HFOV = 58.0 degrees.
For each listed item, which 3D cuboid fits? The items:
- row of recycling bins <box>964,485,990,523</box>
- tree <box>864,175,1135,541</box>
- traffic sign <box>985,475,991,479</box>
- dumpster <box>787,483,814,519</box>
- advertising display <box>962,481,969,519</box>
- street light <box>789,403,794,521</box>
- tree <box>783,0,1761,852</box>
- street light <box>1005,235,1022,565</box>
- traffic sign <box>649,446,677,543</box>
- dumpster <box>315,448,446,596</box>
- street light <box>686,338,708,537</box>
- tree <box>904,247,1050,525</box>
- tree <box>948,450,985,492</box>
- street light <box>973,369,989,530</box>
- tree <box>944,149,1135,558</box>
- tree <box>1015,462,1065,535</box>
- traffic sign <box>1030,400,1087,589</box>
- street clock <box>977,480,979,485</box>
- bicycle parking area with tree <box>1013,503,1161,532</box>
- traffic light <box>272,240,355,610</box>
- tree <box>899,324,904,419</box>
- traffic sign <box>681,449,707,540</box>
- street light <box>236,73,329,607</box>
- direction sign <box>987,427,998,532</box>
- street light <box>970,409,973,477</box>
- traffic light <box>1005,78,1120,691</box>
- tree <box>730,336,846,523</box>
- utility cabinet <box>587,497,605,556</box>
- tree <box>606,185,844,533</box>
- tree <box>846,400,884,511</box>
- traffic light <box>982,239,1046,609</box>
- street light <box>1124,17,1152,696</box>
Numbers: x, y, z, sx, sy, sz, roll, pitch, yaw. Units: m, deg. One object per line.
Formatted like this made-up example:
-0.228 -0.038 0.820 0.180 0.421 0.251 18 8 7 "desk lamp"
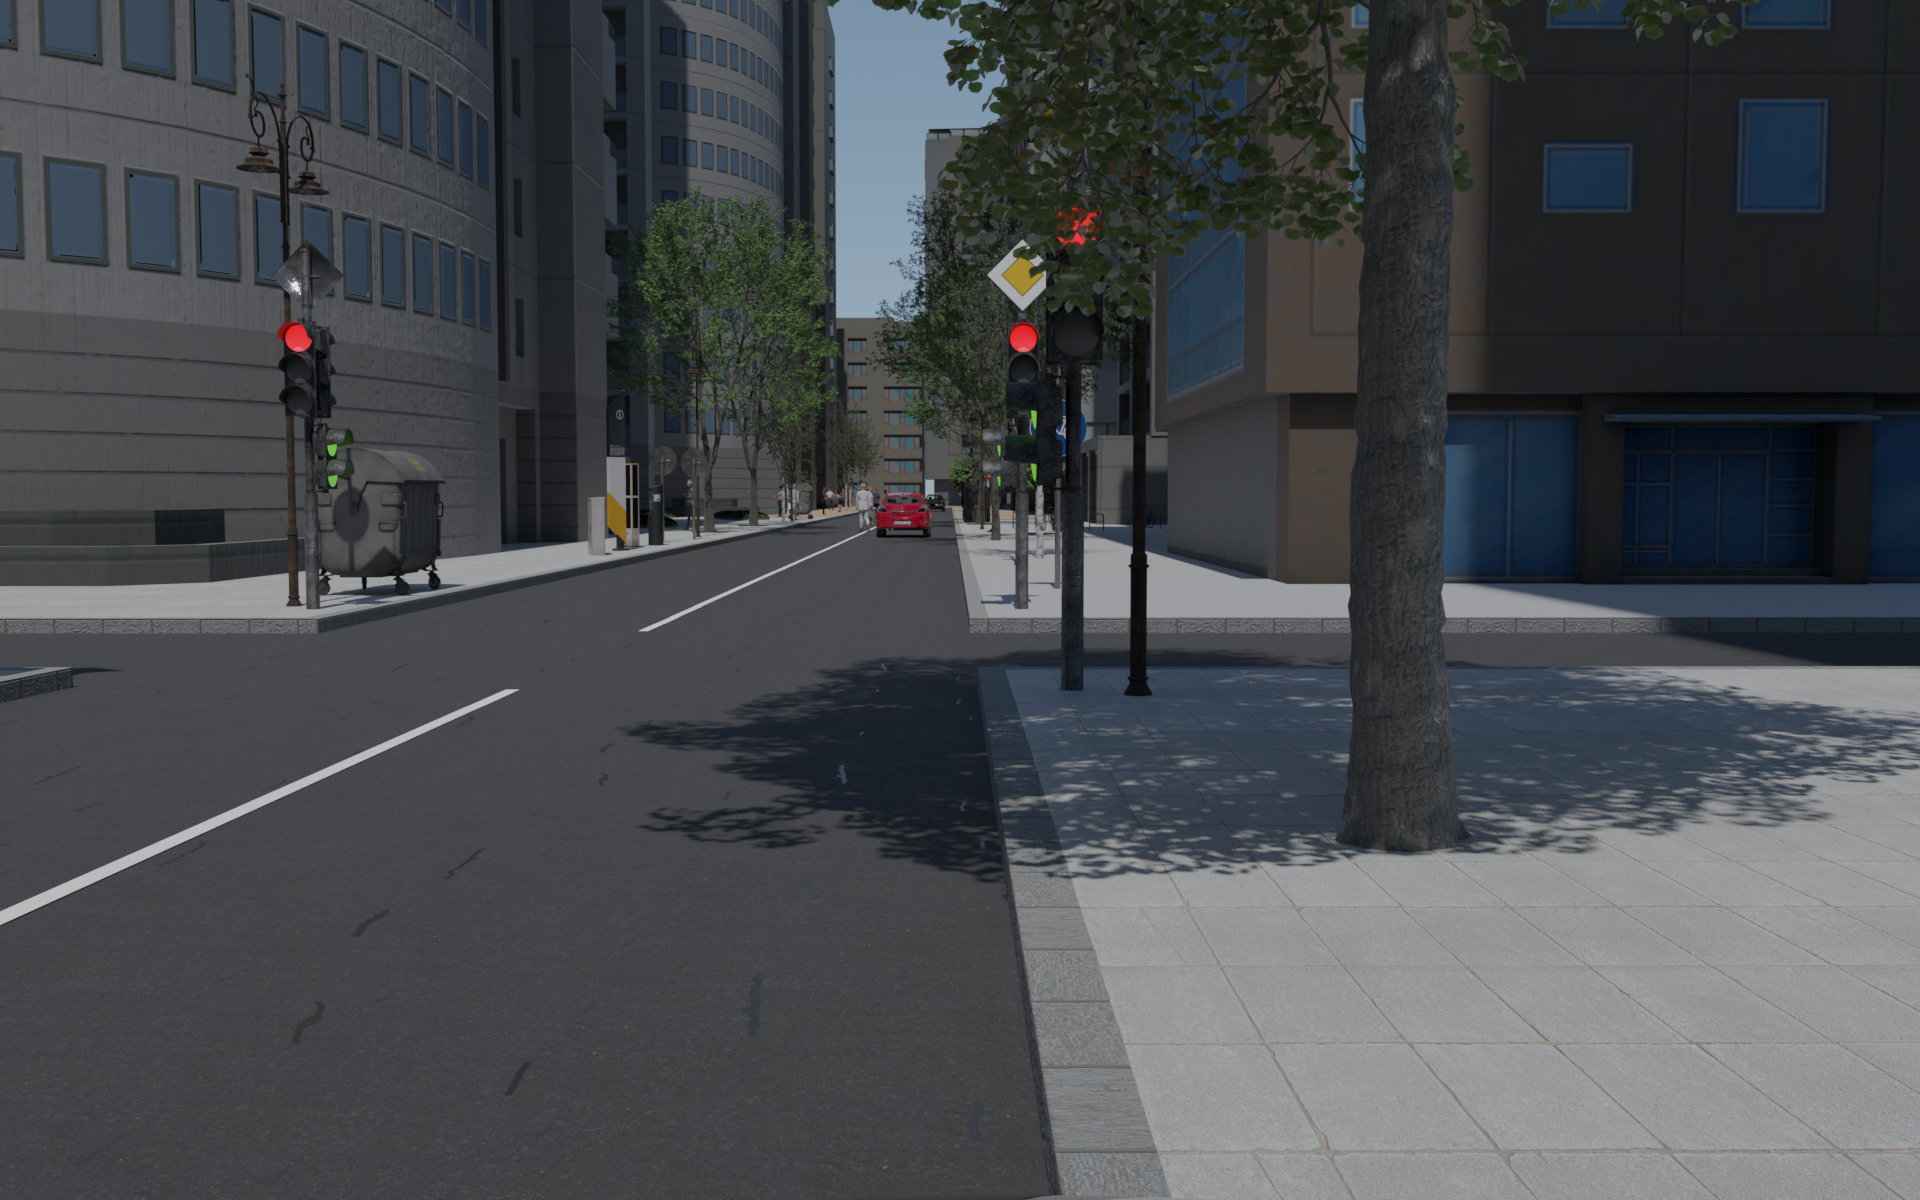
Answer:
0.829 -4.399 79.037 1.069 1.692 3.534 1 4 8 "row of recycling bins"
1.124 -6.942 47.916 8.767 10.594 7.601 1 4 18 "tree"
1.293 -3.665 59.921 0.884 2.594 0.081 0 4 7 "traffic sign"
-8.130 -5.043 88.205 1.264 1.857 1.865 0 4 0 "dumpster"
0.280 -5.083 88.322 0.123 1.923 0.974 1 4 17 "advertising display"
-8.052 -6.725 82.744 0.468 5.910 1.993 0 4 0 "street light"
1.757 -5.352 5.628 7.486 12.596 7.792 0 3 0 "tree"
1.064 -3.571 31.173 0.468 5.910 1.993 0 4 0 "street light"
-7.845 -2.787 45.665 0.768 2.556 0.104 1 4 9 "traffic sign"
-7.572 -1.026 22.542 1.264 1.857 1.865 0 4 0 "dumpster"
-7.802 -4.810 51.430 0.468 5.910 1.993 0 4 0 "street light"
1.005 -8.958 72.211 9.928 11.665 9.643 0 3 0 "tree"
0.735 -8.982 130.565 4.285 4.588 4.351 0 3 0 "tree"
0.805 -5.486 62.487 0.468 5.910 1.993 0 4 0 "street light"
1.590 -5.152 34.590 4.360 8.622 3.978 0 3 0 "tree"
2.465 -3.708 55.224 1.663 3.219 1.824 0 3 0 "tree"
1.322 -1.423 23.378 0.768 2.556 0.104 0 4 3 "traffic sign"
0.974 -5.031 86.830 0.358 2.002 0.471 -2 4 -31 "street clock"
5.987 -4.600 62.214 8.231 4.147 9.016 0 4 2 "bicycle parking area with tree"
-7.189 -1.851 19.179 0.839 4.253 0.868 0 4 0 "traffic light"
-8.321 -8.732 68.529 9.928 11.665 9.643 0 3 0 "tree"
-7.476 -2.970 48.663 0.768 2.556 0.104 0 4 6 "traffic sign"
-7.620 -2.866 19.644 0.468 5.910 1.993 0 4 0 "street light"
1.104 -4.038 58.016 0.379 3.537 0.876 2 4 27 "direction sign"
0.681 -7.416 94.037 0.468 5.910 1.993 0 4 0 "street light"
0.719 -1.366 11.256 0.839 4.253 0.868 0 4 0 "traffic light"
-8.142 -7.786 77.662 4.360 8.622 3.978 0 3 0 "tree"
-7.667 -1.549 36.487 0.306 1.237 1.020 -1 4 -16 "utility cabinet"
-8.232 -8.049 57.362 9.928 11.665 9.643 0 3 0 "tree"
-8.383 -11.048 130.992 4.360 8.622 3.978 0 3 0 "tree"
0.672 -1.854 19.241 0.839 4.253 0.868 0 4 0 "traffic light"
1.138 -2.331 10.894 0.468 5.910 1.993 0 4 0 "street light"
